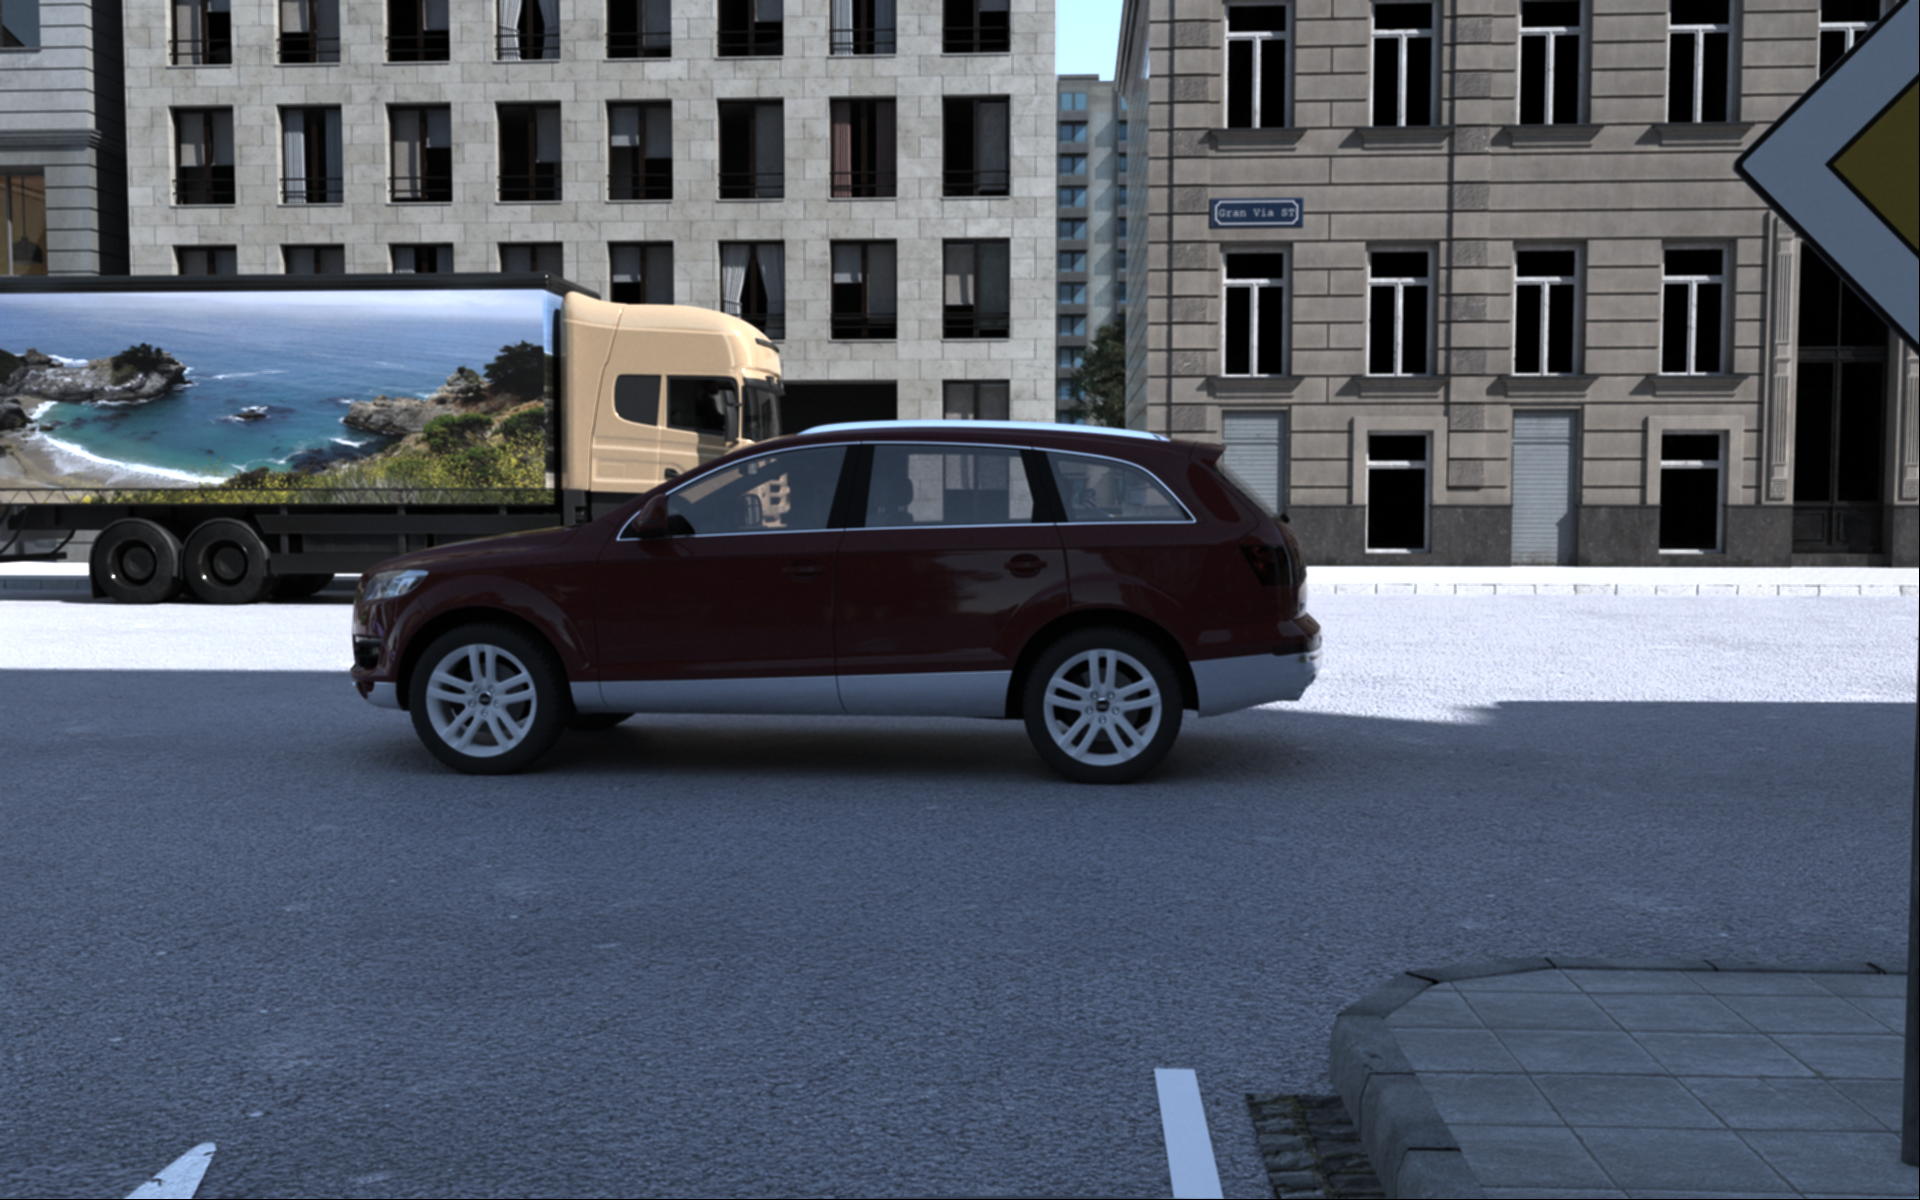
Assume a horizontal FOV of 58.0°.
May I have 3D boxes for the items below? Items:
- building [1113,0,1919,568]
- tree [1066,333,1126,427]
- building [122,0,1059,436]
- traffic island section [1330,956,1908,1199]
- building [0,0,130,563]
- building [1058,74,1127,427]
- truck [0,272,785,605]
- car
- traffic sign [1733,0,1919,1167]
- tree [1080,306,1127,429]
[{"bbox_3d":[15.705,-14.539,34.970,25.104,27.353,12.463,0,4,3],"label":"building"},{"bbox_3d":[10.299,-11.236,109.456,9.928,11.665,9.643,0,3,0],"label":"tree"},{"bbox_3d":[-6.383,-11.077,35.858,16.860,20.320,10.420,0,4,3],"label":"building"},{"bbox_3d":[1.855,1.159,3.336,2.009,0.180,2.903,0,4,3],"label":"traffic island section"},{"bbox_3d":[-30.334,-15.904,37.529,29.804,29.767,11.434,0,4,3],"label":"building"},{"bbox_3d":[12.955,-35.520,200.367,30.456,49.044,23.786,0,4,3],"label":"building"},{"bbox_3d":[-7.347,-2.099,23.235,11.283,4.237,2.839,0,4,4],"label":"truck"},{"bbox_3d":[-0.702,-0.056,9.593,5.304,1.827,2.281,0,4,5],"label":"car"},{"bbox_3d":[1.831,0.023,3.260,0.795,2.450,0.064,0,4,3],"label":"traffic sign"},{"bbox_3d":[10.099,-10.672,96.542,6.751,12.117,7.091,0,3,0],"label":"tree"}]
